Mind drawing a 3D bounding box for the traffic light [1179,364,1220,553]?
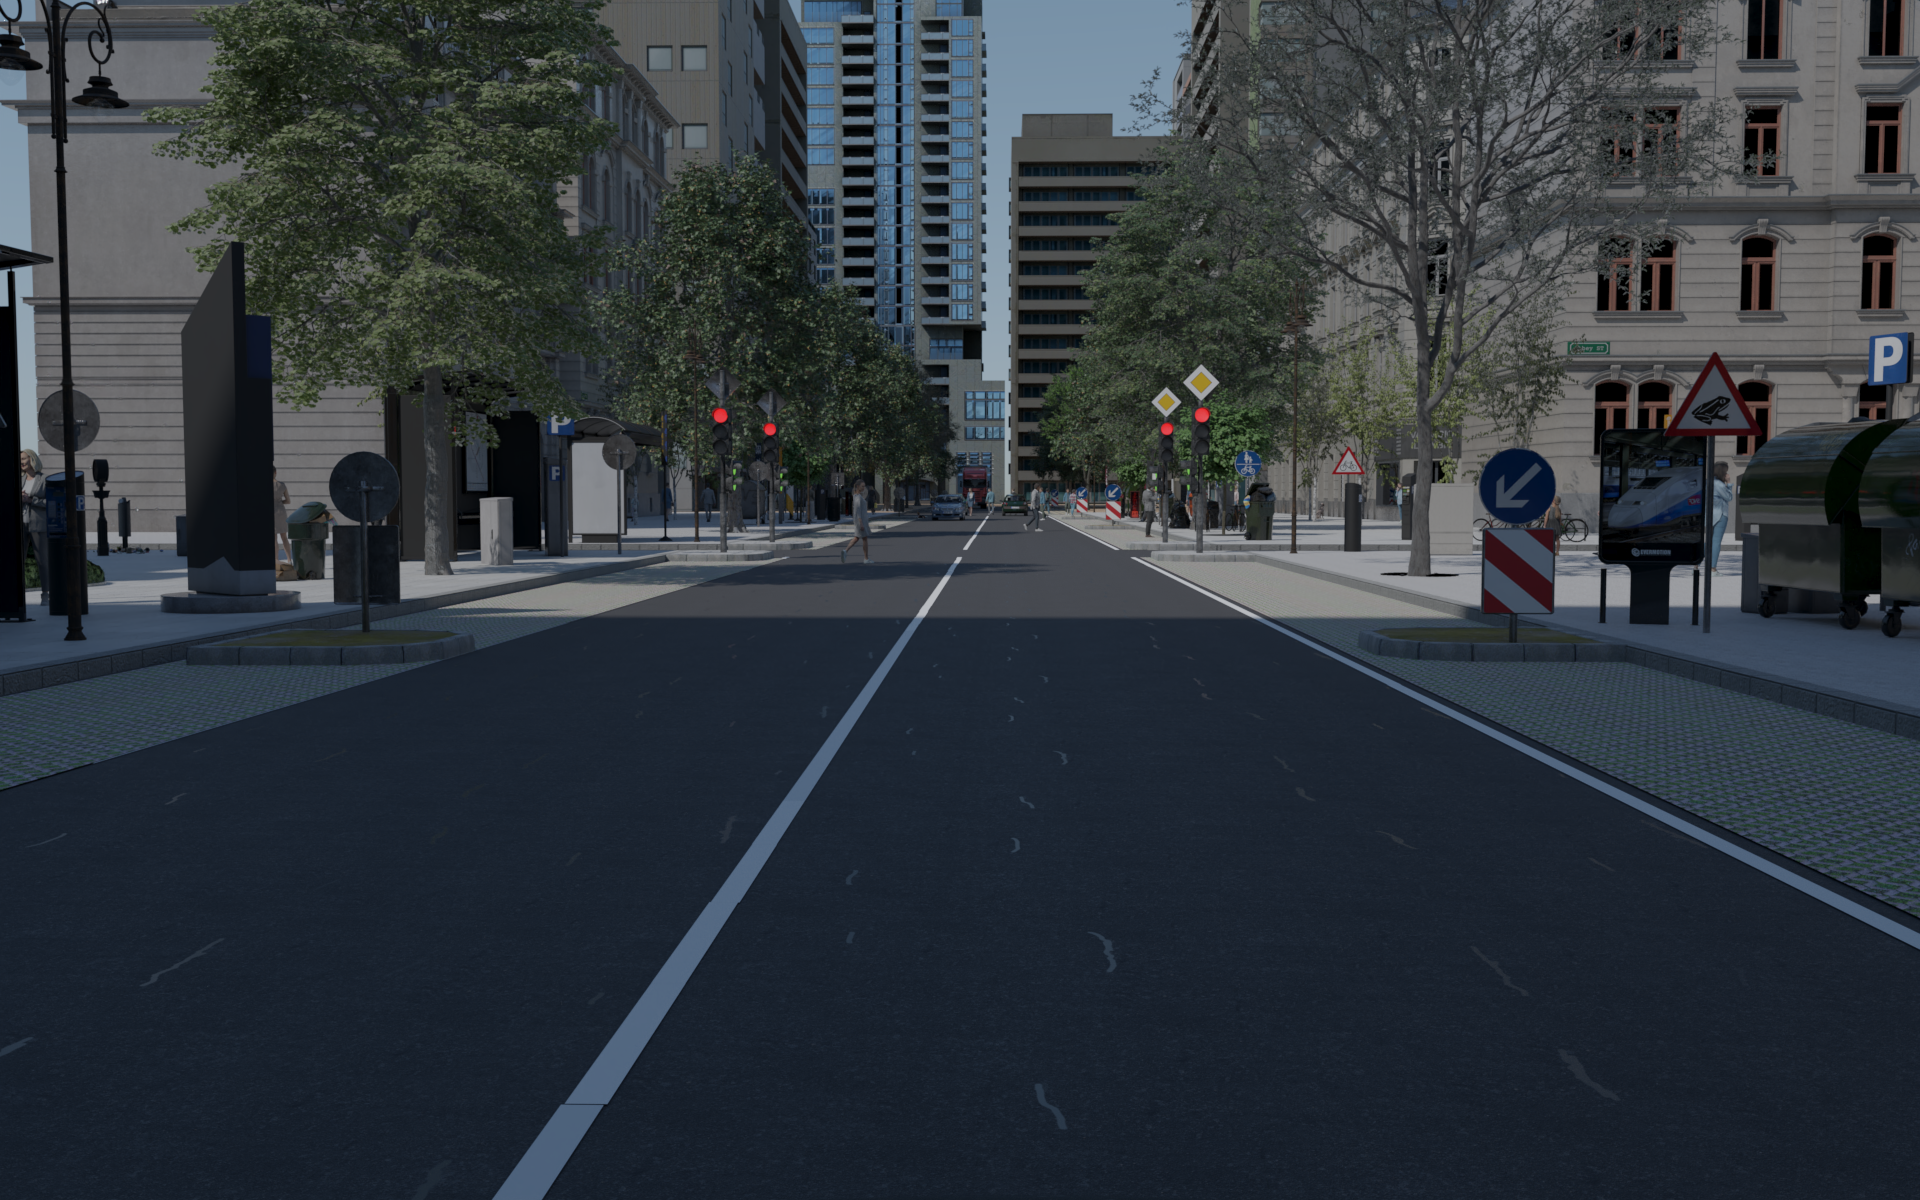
[{"bbox_3d":[5.197,-2.977,37.596,0.839,4.253,0.868,0,4,1],"label":"traffic light"}]

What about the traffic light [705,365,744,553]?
[{"bbox_3d":[-5.161,-2.992,37.837,0.839,4.253,0.868,0,4,1],"label":"traffic light"}]

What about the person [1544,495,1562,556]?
[{"bbox_3d":[12.258,-1.536,35.820,0.362,1.253,0.373,0,4,-4],"label":"person"}]

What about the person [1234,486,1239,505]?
[{"bbox_3d":[15.117,-5.396,94.945,0.598,1.740,0.731,-3,4,-38],"label":"person"}]

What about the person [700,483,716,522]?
[{"bbox_3d":[-11.570,-4.477,79.509,0.678,1.792,0.850,-1,4,-16],"label":"person"}]

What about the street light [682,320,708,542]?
[{"bbox_3d":[-7.029,-4.485,46.115,0.468,5.910,1.993,0,4,1],"label":"street light"}]

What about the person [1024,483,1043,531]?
[{"bbox_3d":[2.827,-3.570,66.710,0.795,1.843,0.661,1,4,9],"label":"person"}]

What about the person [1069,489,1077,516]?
[{"bbox_3d":[7.113,-6.107,109.189,0.643,1.720,0.563,-3,5,-40],"label":"person"}]

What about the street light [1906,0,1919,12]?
[{"bbox_3d":[6.650,-2.362,11.403,0.468,5.910,1.993,0,4,1],"label":"street light"}]

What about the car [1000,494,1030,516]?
[{"bbox_3d":[3.615,-6.389,114.241,2.009,1.686,4.222,0,4,1],"label":"car"}]

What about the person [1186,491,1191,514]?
[{"bbox_3d":[13.531,-5.843,101.592,0.581,1.822,0.654,0,4,-3],"label":"person"}]

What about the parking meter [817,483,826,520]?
[{"bbox_3d":[-6.855,-4.883,85.553,0.399,1.863,0.255,-3,5,-43],"label":"parking meter"}]

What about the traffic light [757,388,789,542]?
[{"bbox_3d":[-4.963,-3.480,45.819,0.839,4.253,0.868,0,4,1],"label":"traffic light"}]

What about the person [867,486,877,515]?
[{"bbox_3d":[-5.874,-6.256,108.543,1.509,1.804,0.699,3,4,36],"label":"person"}]

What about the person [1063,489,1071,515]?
[{"bbox_3d":[7.326,-6.657,117.689,0.601,1.785,0.444,0,4,4],"label":"person"}]

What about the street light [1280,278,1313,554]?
[{"bbox_3d":[7.198,-3.938,37.182,0.468,5.910,1.993,0,4,1],"label":"street light"}]

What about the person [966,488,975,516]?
[{"bbox_3d":[0.716,-6.329,111.998,0.581,1.822,0.654,1,4,18],"label":"person"}]

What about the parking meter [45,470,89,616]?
[{"bbox_3d":[-9.476,-0.609,18.374,0.372,1.533,0.369,0,3,0],"label":"parking meter"}]

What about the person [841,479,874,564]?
[{"bbox_3d":[-2.085,-1.611,35.591,0.760,1.731,0.466,-3,5,-42],"label":"person"}]

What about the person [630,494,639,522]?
[{"bbox_3d":[-15.195,-4.307,80.748,0.394,1.301,0.425,2,4,30],"label":"person"}]

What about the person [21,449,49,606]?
[{"bbox_3d":[-10.619,-0.831,19.811,0.537,1.800,0.526,0,4,7],"label":"person"}]

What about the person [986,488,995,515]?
[{"bbox_3d":[2.113,-6.821,119.891,0.638,1.841,0.748,0,4,-5],"label":"person"}]

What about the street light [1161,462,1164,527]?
[{"bbox_3d":[8.019,-5.848,68.398,0.468,5.910,1.993,0,4,1],"label":"street light"}]

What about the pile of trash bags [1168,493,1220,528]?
[{"bbox_3d":[8.741,-3.361,64.704,1.912,1.369,3.447,0,4,6],"label":"pile of trash bags"}]

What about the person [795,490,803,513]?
[{"bbox_3d":[-10.897,-6.829,118.089,0.834,1.777,0.661,-2,4,-25],"label":"person"}]

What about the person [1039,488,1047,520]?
[{"bbox_3d":[4.565,-5.264,94.917,0.444,1.785,0.601,1,4,16],"label":"person"}]

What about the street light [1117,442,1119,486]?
[{"bbox_3d":[8.630,-7.446,94.524,0.468,5.910,1.993,0,4,1],"label":"street light"}]

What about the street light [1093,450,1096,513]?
[{"bbox_3d":[9.340,-9.022,120.299,0.468,5.910,1.993,0,4,1],"label":"street light"}]

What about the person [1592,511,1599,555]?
[{"bbox_3d":[13.250,-1.804,35.311,0.755,1.850,0.659,0,4,2],"label":"person"}]

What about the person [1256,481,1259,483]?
[{"bbox_3d":[11.660,-3.749,67.756,0.576,1.772,0.534,-2,4,-24],"label":"person"}]

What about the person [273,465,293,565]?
[{"bbox_3d":[-11.505,-1.391,29.125,0.374,1.781,0.599,3,5,40],"label":"person"}]

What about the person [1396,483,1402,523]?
[{"bbox_3d":[19.566,-4.291,76.469,0.793,1.790,0.793,1,4,23],"label":"person"}]

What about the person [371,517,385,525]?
[{"bbox_3d":[-14.198,-2.044,42.325,0.661,1.777,0.834,1,4,12],"label":"person"}]

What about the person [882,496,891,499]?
[{"bbox_3d":[-8.529,-11.883,202.916,1.348,1.807,0.705,3,5,40],"label":"person"}]

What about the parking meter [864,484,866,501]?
[{"bbox_3d":[-5.618,-5.751,99.735,0.255,1.863,0.399,1,4,20],"label":"parking meter"}]

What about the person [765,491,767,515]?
[{"bbox_3d":[-11.696,-6.038,105.118,0.624,1.780,0.694,-2,4,-34],"label":"person"}]

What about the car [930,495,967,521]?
[{"bbox_3d":[-0.611,-5.073,94.952,2.014,1.417,4.499,0,4,2],"label":"car"}]

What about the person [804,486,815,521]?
[{"bbox_3d":[-7.017,-4.560,81.141,0.519,1.759,0.362,1,4,14],"label":"person"}]

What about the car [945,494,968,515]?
[{"bbox_3d":[-0.454,-6.391,116.283,2.131,1.459,4.920,0,4,3],"label":"car"}]

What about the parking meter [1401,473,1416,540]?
[{"bbox_3d":[12.477,-2.598,48.185,0.255,1.863,0.399,3,5,39],"label":"parking meter"}]

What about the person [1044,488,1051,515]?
[{"bbox_3d":[5.901,-6.685,117.781,0.713,1.824,0.794,0,4,-7],"label":"person"}]

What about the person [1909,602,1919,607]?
[{"bbox_3d":[10.655,-0.842,19.908,0.679,1.850,0.850,-3,5,-40],"label":"person"}]

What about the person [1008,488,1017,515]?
[{"bbox_3d":[3.615,-6.747,118.585,0.659,1.850,0.755,-3,5,-39],"label":"person"}]

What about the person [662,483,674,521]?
[{"bbox_3d":[-13.725,-4.585,81.039,0.581,1.822,0.654,1,4,21],"label":"person"}]

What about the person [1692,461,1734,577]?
[{"bbox_3d":[11.692,-1.260,26.916,0.793,1.790,0.793,-3,5,-39],"label":"person"}]

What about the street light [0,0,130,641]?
[{"bbox_3d":[-7.770,-2.584,15.032,0.468,5.910,1.993,0,4,1],"label":"street light"}]

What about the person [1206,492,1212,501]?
[{"bbox_3d":[17.614,-7.187,124.276,1.217,1.743,0.721,-3,4,-37],"label":"person"}]

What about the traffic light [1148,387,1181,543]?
[{"bbox_3d":[5.396,-3.465,45.579,0.839,4.253,0.868,0,4,1],"label":"traffic light"}]

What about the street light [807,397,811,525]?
[{"bbox_3d":[-6.347,-6.100,72.521,0.468,5.910,1.993,0,4,1],"label":"street light"}]

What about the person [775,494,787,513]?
[{"bbox_3d":[-11.866,-6.589,114.253,0.782,1.767,0.515,2,4,28],"label":"person"}]

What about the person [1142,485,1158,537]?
[{"bbox_3d":[6.254,-2.953,56.967,0.473,1.802,0.592,0,4,0],"label":"person"}]

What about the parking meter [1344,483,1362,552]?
[{"bbox_3d":[8.736,-1.840,38.494,0.372,1.533,0.369,0,3,0],"label":"parking meter"}]

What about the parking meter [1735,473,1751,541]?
[{"bbox_3d":[21.448,-2.551,47.423,0.255,1.863,0.399,-1,4,-10],"label":"parking meter"}]
